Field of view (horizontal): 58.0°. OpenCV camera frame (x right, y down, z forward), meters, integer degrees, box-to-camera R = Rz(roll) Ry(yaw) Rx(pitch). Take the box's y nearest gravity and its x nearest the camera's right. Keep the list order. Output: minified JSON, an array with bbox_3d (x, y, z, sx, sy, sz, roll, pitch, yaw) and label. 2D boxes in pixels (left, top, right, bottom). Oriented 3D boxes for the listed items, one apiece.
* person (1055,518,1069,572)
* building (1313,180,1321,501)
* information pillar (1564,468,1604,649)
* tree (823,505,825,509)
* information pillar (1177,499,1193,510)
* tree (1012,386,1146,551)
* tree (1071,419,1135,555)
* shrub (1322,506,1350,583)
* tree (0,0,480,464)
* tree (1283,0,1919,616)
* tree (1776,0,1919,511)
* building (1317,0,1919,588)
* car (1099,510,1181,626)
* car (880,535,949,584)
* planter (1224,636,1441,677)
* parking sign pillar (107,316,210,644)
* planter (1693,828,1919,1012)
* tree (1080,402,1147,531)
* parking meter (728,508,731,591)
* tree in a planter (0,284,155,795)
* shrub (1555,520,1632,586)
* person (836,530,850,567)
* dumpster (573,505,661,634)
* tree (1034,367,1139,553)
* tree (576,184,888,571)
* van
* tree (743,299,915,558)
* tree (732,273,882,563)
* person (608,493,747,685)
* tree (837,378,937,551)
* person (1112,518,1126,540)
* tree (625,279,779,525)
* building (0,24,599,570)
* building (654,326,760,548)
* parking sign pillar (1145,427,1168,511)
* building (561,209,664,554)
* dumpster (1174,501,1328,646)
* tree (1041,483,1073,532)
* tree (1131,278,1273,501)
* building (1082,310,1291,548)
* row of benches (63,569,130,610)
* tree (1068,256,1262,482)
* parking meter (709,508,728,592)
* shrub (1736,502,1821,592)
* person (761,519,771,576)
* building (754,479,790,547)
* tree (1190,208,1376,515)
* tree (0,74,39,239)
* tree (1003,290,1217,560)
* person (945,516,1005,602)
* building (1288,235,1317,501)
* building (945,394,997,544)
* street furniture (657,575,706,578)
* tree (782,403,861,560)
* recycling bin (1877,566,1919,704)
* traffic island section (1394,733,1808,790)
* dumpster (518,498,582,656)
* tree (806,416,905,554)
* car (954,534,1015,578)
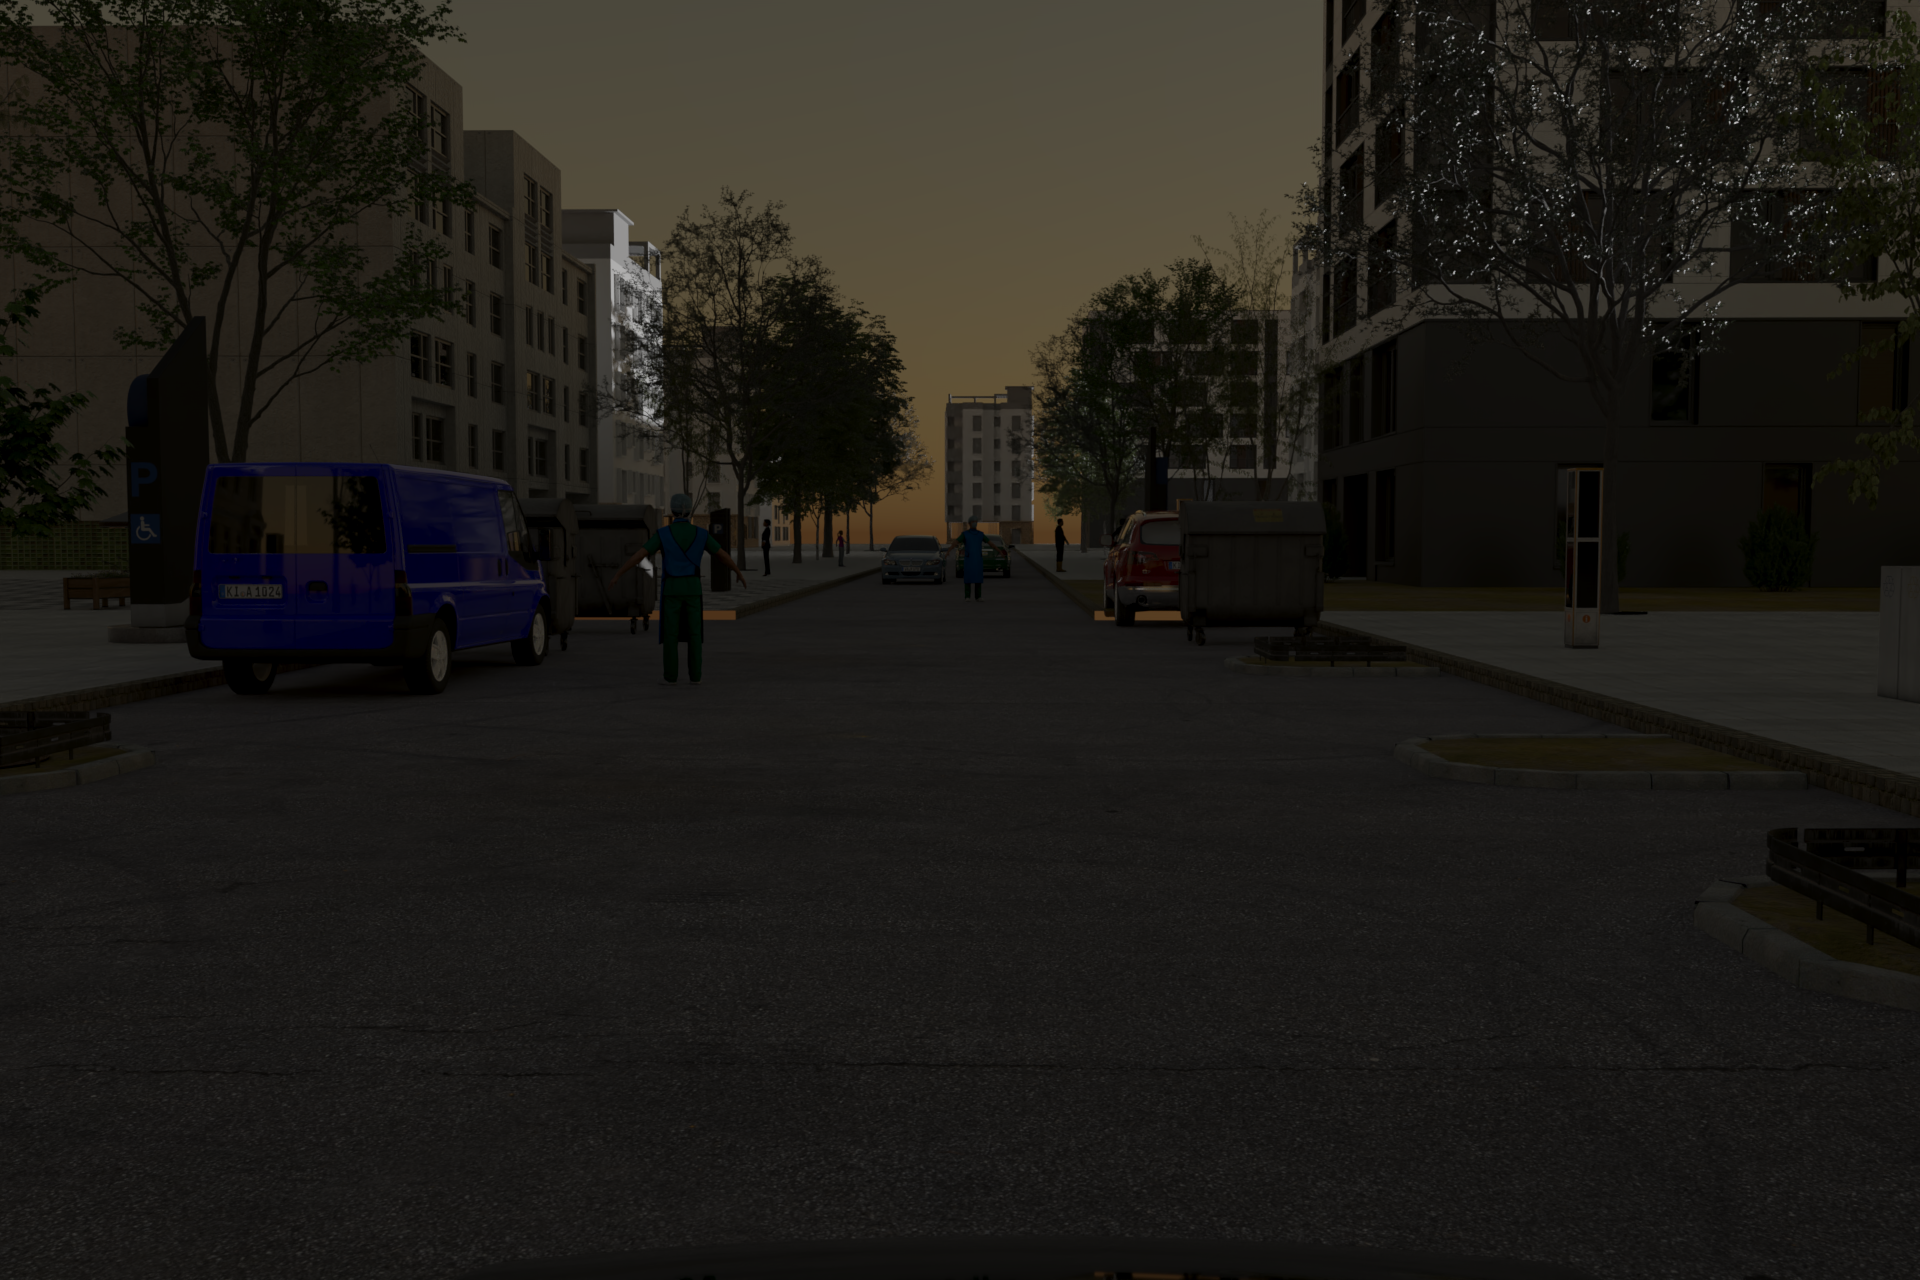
[{"bbox_3d":[3.416,-3.211,58.631,0.704,1.812,1.346,-1,4,-12],"label":"person"},{"bbox_3d":[23.592,-14.232,89.120,16.016,20.090,11.380,0,4,1],"label":"building"},{"bbox_3d":[6.989,-0.913,19.418,0.304,2.012,0.304,0,4,1],"label":"information pillar"},{"bbox_3d":[-16.047,-22.338,221.107,12.611,20.169,13.585,0,3,0],"label":"tree"},{"bbox_3d":[4.705,-1.948,36.348,0.304,2.012,0.304,0,4,1],"label":"information pillar"},{"bbox_3d":[9.532,-13.699,134.342,12.009,13.543,11.850,0,3,0],"label":"tree"},{"bbox_3d":[8.823,-9.438,104.677,4.360,8.622,3.978,0,3,0],"label":"tree"},{"bbox_3d":[9.495,-2.541,45.589,1.661,2.075,1.752,0,3,0],"label":"shrub"},{"bbox_3d":[-11.486,-6.196,27.057,9.928,11.665,9.643,0,3,0],"label":"tree"},{"bbox_3d":[10.420,-7.168,27.563,12.009,13.543,11.850,0,3,0],"label":"tree"},{"bbox_3d":[9.441,-4.002,15.798,4.737,8.622,4.395,0,3,0],"label":"tree"},{"bbox_3d":[25.417,-13.022,56.890,27.936,21.610,32.646,0,4,1],"label":"building"},{"bbox_3d":[3.461,-1.205,28.382,2.281,1.827,5.304,0,4,2],"label":"car"},{"bbox_3d":[-1.314,-2.370,50.755,2.014,1.417,4.499,0,4,2],"label":"car"},{"bbox_3d":[3.850,0.168,18.388,1.991,0.319,1.994,0,4,1],"label":"planter"},{"bbox_3d":[-9.522,-1.981,20.861,1.447,3.967,1.447,0,4,1],"label":"parking sign pillar"},{"bbox_3d":[3.662,0.932,5.909,1.991,0.319,1.994,0,4,2],"label":"planter"},{"bbox_3d":[8.438,-8.987,97.299,4.360,8.622,3.978,0,3,0],"label":"tree"},{"bbox_3d":[-5.389,-2.044,39.124,0.399,1.863,0.255,0,4,3],"label":"parking meter"},{"bbox_3d":[-6.005,-0.794,10.209,1.991,3.239,1.994,0,4,1],"label":"tree in a planter"},{"bbox_3d":[13.928,-2.062,38.130,1.690,2.028,1.600,0,3,0],"label":"shrub"},{"bbox_3d":[-4.606,-3.587,67.913,0.599,1.433,0.991,-3,4,-36],"label":"person"},{"bbox_3d":[-5.363,-1.036,25.149,1.865,1.857,1.264,0,4,1],"label":"dumpster"},{"bbox_3d":[8.664,-12.217,117.870,7.486,12.596,7.792,0,3,0],"label":"tree"},{"bbox_3d":[-7.653,-9.182,60.493,12.009,13.543,11.850,0,3,0],"label":"tree"},{"bbox_3d":[-5.538,-0.780,17.130,2.240,2.365,5.245,0,4,1],"label":"van"},{"bbox_3d":[-7.337,-11.504,94.741,9.857,13.997,8.962,0,3,0],"label":"tree"},{"bbox_3d":[-6.894,-9.650,75.900,7.486,12.596,7.792,0,3,0],"label":"tree"},{"bbox_3d":[-2.660,-0.483,16.480,1.347,1.817,0.704,-2,4,-24],"label":"person"},{"bbox_3d":[-6.718,-13.359,128.788,12.009,13.543,11.850,0,3,0],"label":"tree"},{"bbox_3d":[5.474,-3.171,58.031,0.705,1.806,1.347,-3,5,-42],"label":"person"},{"bbox_3d":[-8.146,-6.140,50.755,4.360,8.622,3.978,0,3,0],"label":"tree"},{"bbox_3d":[-27.875,-12.835,76.317,16.747,18.905,31.486,0,4,1],"label":"building"},{"bbox_3d":[-25.175,-18.489,158.723,16.016,20.090,11.380,0,4,2],"label":"building"},{"bbox_3d":[4.987,-3.410,44.227,1.447,3.967,1.447,0,3,0],"label":"parking sign pillar"},{"bbox_3d":[-24.997,-15.038,102.287,16.016,20.090,11.380,0,4,2],"label":"building"},{"bbox_3d":[3.781,-0.881,22.626,1.865,1.857,1.264,0,4,1],"label":"dumpster"},{"bbox_3d":[12.668,-16.765,224.470,4.737,8.622,4.395,0,3,0],"label":"tree"},{"bbox_3d":[7.040,-6.095,50.012,4.360,8.622,3.978,0,3,0],"label":"tree"},{"bbox_3d":[26.074,-20.206,174.334,27.936,21.610,32.646,0,4,1],"label":"building"},{"bbox_3d":[-14.520,-0.967,31.279,1.422,0.672,4.104,1,4,10],"label":"row of benches"},{"bbox_3d":[7.574,-8.490,64.561,9.928,11.665,9.643,0,3,0],"label":"tree"},{"bbox_3d":[-5.390,-2.014,38.633,0.399,1.863,0.255,0,4,3],"label":"parking meter"},{"bbox_3d":[18.190,-2.085,38.517,1.690,2.028,1.600,0,3,0],"label":"shrub"},{"bbox_3d":[-5.959,-2.809,52.653,0.721,1.740,1.216,0,4,-7],"label":"person"},{"bbox_3d":[-23.244,-15.280,191.979,9.099,9.664,28.070,0,4,2],"label":"building"},{"bbox_3d":[6.942,-5.469,39.779,4.360,8.622,3.978,0,3,0],"label":"tree"},{"bbox_3d":[-11.302,-4.056,16.684,4.360,8.622,3.978,0,3,0],"label":"tree"},{"bbox_3d":[7.668,-10.785,86.697,12.009,13.543,11.850,0,3,0],"label":"tree"},{"bbox_3d":[0.293,-1.718,36.672,1.347,1.817,0.704,-1,4,-19],"label":"person"},{"bbox_3d":[26.277,-15.535,110.421,16.016,20.090,11.380,0,4,1],"label":"building"},{"bbox_3d":[-1.667,-22.444,225.843,11.380,20.090,16.016,0,4,5],"label":"building"},{"bbox_3d":[-13.015,-2.299,44.449,11.010,1.723,9.812,-2,4,-27],"label":"street furniture"},{"bbox_3d":[-6.879,-8.188,84.239,4.737,8.622,4.395,0,3,0],"label":"tree"},{"bbox_3d":[7.620,-0.050,13.371,0.722,1.027,0.722,0,4,2],"label":"recycling bin"},{"bbox_3d":[3.771,0.743,10.710,1.991,0.108,1.994,0,4,1],"label":"traffic island section"},{"bbox_3d":[-5.573,-0.766,20.746,1.865,1.857,1.264,0,4,1],"label":"dumpster"},{"bbox_3d":[-6.983,-10.817,111.276,8.767,10.594,7.601,2,4,35],"label":"tree"},{"bbox_3d":[0.790,-2.829,58.057,2.131,1.459,4.920,0,4,1],"label":"car"}]
